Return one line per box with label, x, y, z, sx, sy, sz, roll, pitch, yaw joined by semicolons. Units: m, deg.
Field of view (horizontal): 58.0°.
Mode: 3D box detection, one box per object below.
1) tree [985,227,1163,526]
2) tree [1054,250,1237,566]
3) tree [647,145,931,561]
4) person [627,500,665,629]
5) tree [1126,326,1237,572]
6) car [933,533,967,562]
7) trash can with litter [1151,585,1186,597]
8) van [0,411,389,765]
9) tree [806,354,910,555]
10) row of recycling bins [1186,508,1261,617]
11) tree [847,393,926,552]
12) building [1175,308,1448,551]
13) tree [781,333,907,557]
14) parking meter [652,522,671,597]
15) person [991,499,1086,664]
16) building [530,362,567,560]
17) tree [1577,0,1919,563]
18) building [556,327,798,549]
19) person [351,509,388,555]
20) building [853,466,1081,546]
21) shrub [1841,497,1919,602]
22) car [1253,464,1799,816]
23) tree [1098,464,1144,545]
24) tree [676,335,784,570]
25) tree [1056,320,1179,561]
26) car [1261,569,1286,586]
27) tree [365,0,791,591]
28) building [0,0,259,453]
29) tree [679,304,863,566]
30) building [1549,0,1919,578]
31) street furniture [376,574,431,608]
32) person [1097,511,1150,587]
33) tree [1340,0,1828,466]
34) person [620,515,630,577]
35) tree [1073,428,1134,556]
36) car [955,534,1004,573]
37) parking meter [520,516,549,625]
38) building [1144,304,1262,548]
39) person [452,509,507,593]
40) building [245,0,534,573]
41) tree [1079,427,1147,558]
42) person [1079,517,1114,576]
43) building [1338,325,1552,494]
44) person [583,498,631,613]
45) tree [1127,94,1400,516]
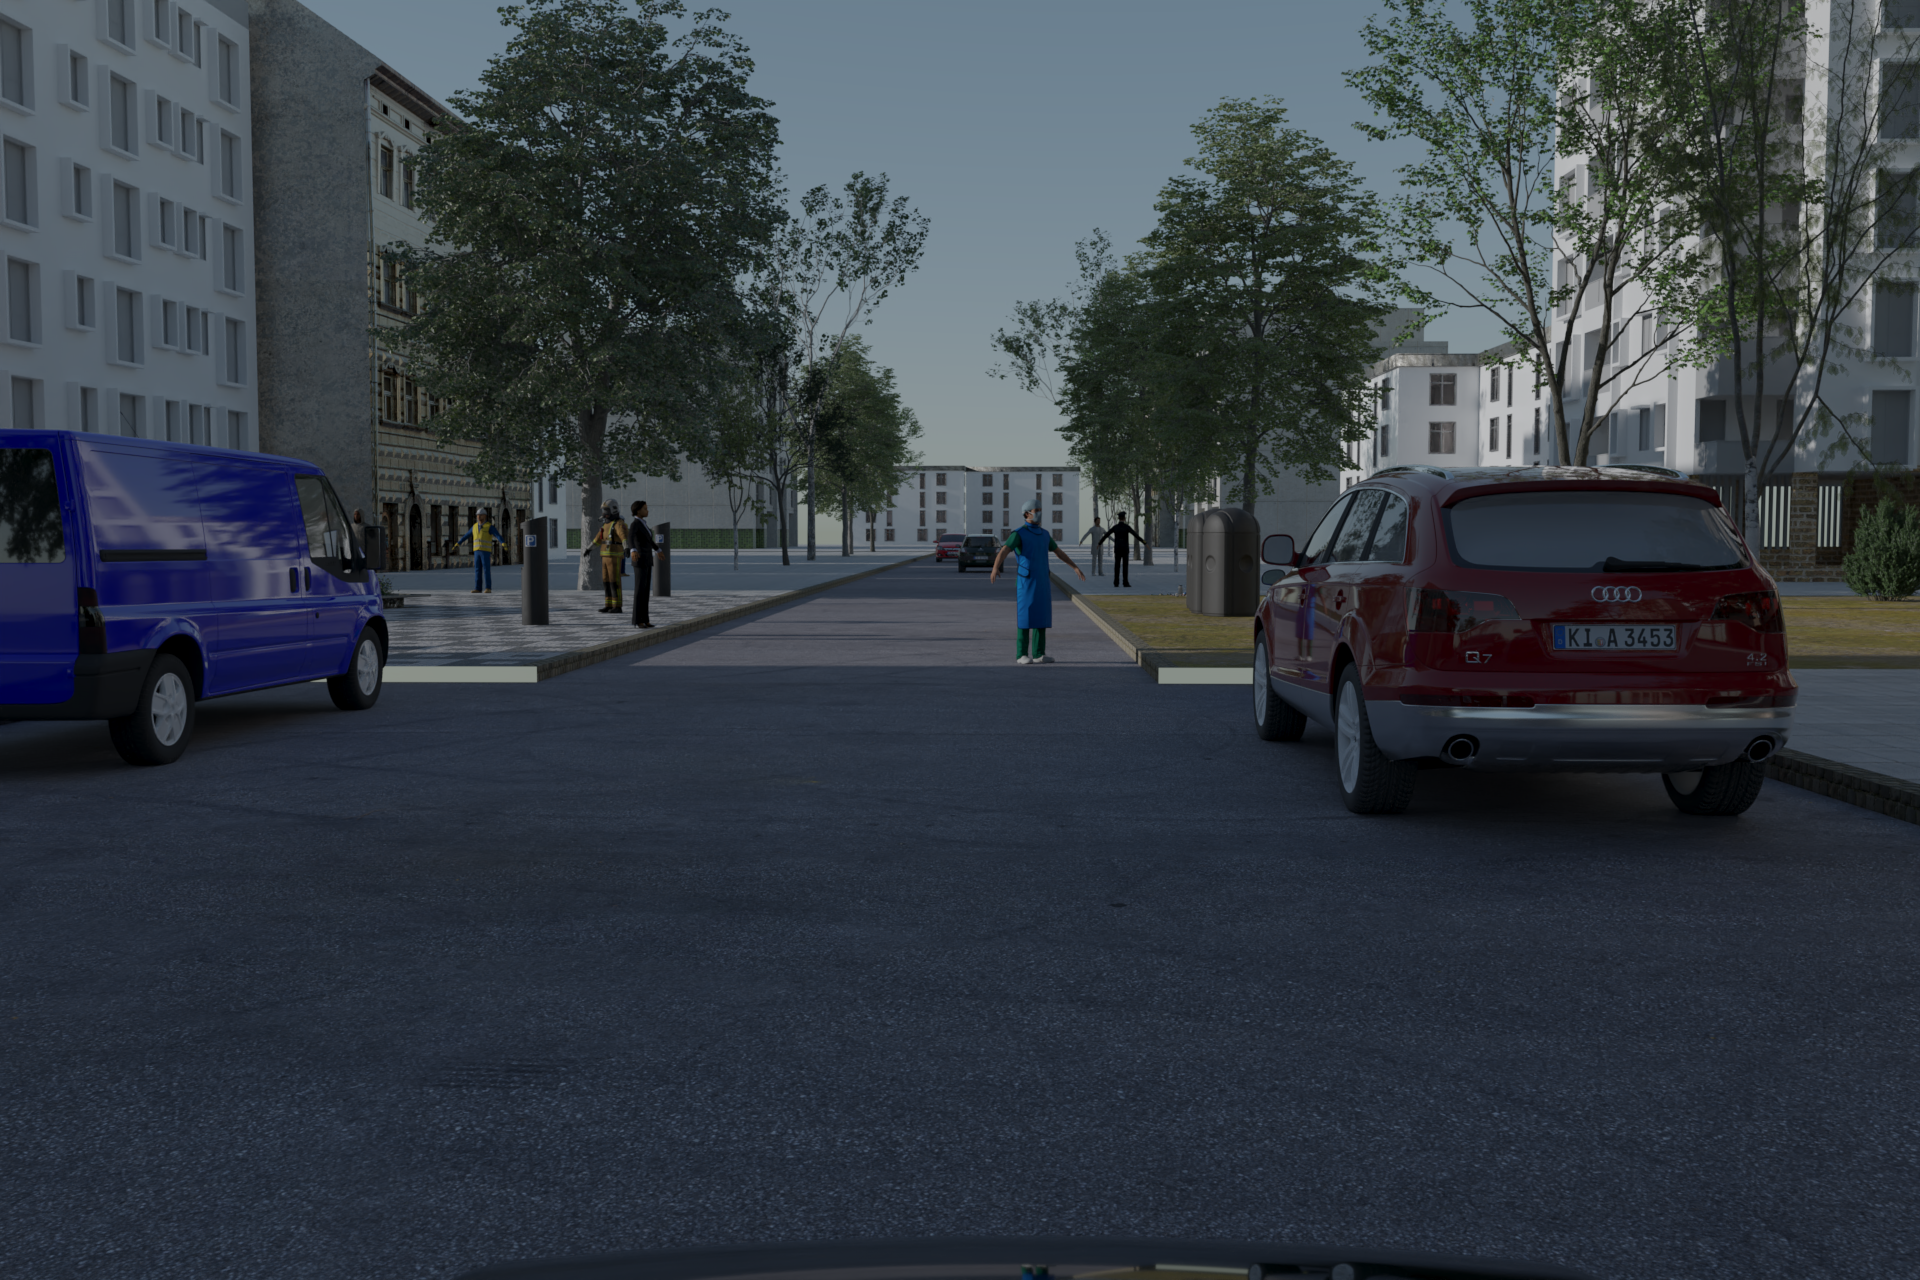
tree;7.850;-15.541;109.989;12.611;20.169;13.585;0;3;0
tree;7.246;-9.302;70.221;7.486;12.596;7.792;0;3;0
tree;-8.630;-13.943;83.857;12.611;20.169;13.585;0;3;0
person;-4.258;-1.031;23.580;0.721;1.740;1.216;0;4;8
tree;7.423;-6.636;58.857;4.737;8.622;4.395;0;3;0
car;-0.301;-4.900;89.158;2.155;1.783;4.494;0;4;2
trash can with litter;4.828;-1.492;35.446;1.678;1.210;2.233;0;4;0
van;-5.793;-0.491;12.408;2.240;2.365;5.245;0;4;1
tree;-6.596;-11.652;108.636;7.486;12.596;7.792;0;3;0
row of recycling bins;4.254;-1.306;28.465;1.069;1.692;3.534;0;4;2
tree;-6.195;-12.108;123.724;9.928;11.665;9.643;0;3;0
building;28.007;-16.989;144.223;16.747;18.905;31.486;0;4;1
tree;-6.656;-11.001;97.997;7.486;12.596;7.792;0;3;0
parking meter;-6.124;-1.658;35.518;0.372;1.533;0.369;0;3;0
person;0.827;-0.651;19.225;1.347;1.817;0.704;-3;4;-38
building;-24.975;-9.071;90.460;9.099;9.664;28.070;0;4;2
tree;7.951;-4.108;17.526;4.360;8.622;3.978;0;3;0
building;-25.625;-18.175;163.615;16.747;18.905;31.486;0;4;2
person;-12.555;-1.839;36.192;1.348;1.813;0.705;0;4;8
building;0.724;-16.398;212.705;28.070;9.664;9.099;0;4;4
shrub;17.702;-1.751;33.052;1.690;2.028;1.600;0;3;0
car;3.039;-0.104;10.378;2.281;1.827;5.304;0;4;2
tree;20.235;-17.393;210.134;9.928;11.665;9.643;0;3;0
tree;-7.955;-6.763;60.933;4.737;8.622;4.395;0;3;0
tree;8.502;-9.659;83.673;9.928;11.665;9.643;0;3;0
car;3.691;-0.349;15.293;1.945;1.707;3.694;0;4;1
tree;-8.510;-8.106;39.187;9.857;13.997;8.962;0;3;0
building;-27.535;-11.335;41.755;16.016;20.090;11.380;0;4;1
tree;-7.382;-8.327;70.567;7.601;10.594;8.767;2;4;29
building;25.593;-12.354;58.405;16.016;20.090;11.380;0;4;1
street furniture;-12.756;-1.342;28.795;9.812;1.723;11.010;2;4;27
person;3.910;-2.193;41.787;1.347;1.837;0.705;2;4;24
tree;10.482;-6.343;29.468;9.928;11.665;9.643;0;3;0
person;-10.194;-2.837;52.237;0.705;1.847;1.347;1;4;22
tree;8.744;-9.180;100.452;4.360;8.622;3.978;0;3;0
car;0.814;-3.416;65.643;2.009;1.686;4.222;0;4;1
parking meter;-6.008;-0.982;24.466;0.372;1.533;0.369;0;3;0
building;28.474;-20.947;173.413;19.493;23.208;18.063;0;4;2
person;-10.380;-1.934;37.590;1.349;1.833;0.705;1;4;17
building;-27.853;-14.310;64.900;19.493;23.208;18.063;0;4;2
tree;7.991;-8.666;92.044;4.360;8.622;3.978;0;3;0
person;4.236;-2.876;53.214;1.347;1.806;0.705;-1;4;-22
building;24.818;-8.473;80.673;9.099;9.664;28.070;0;4;2
person;-5.674;-1.367;28.113;0.705;1.858;1.354;-3;5;-42
tree;7.876;-7.788;45.469;7.486;12.596;7.792;0;3;0
